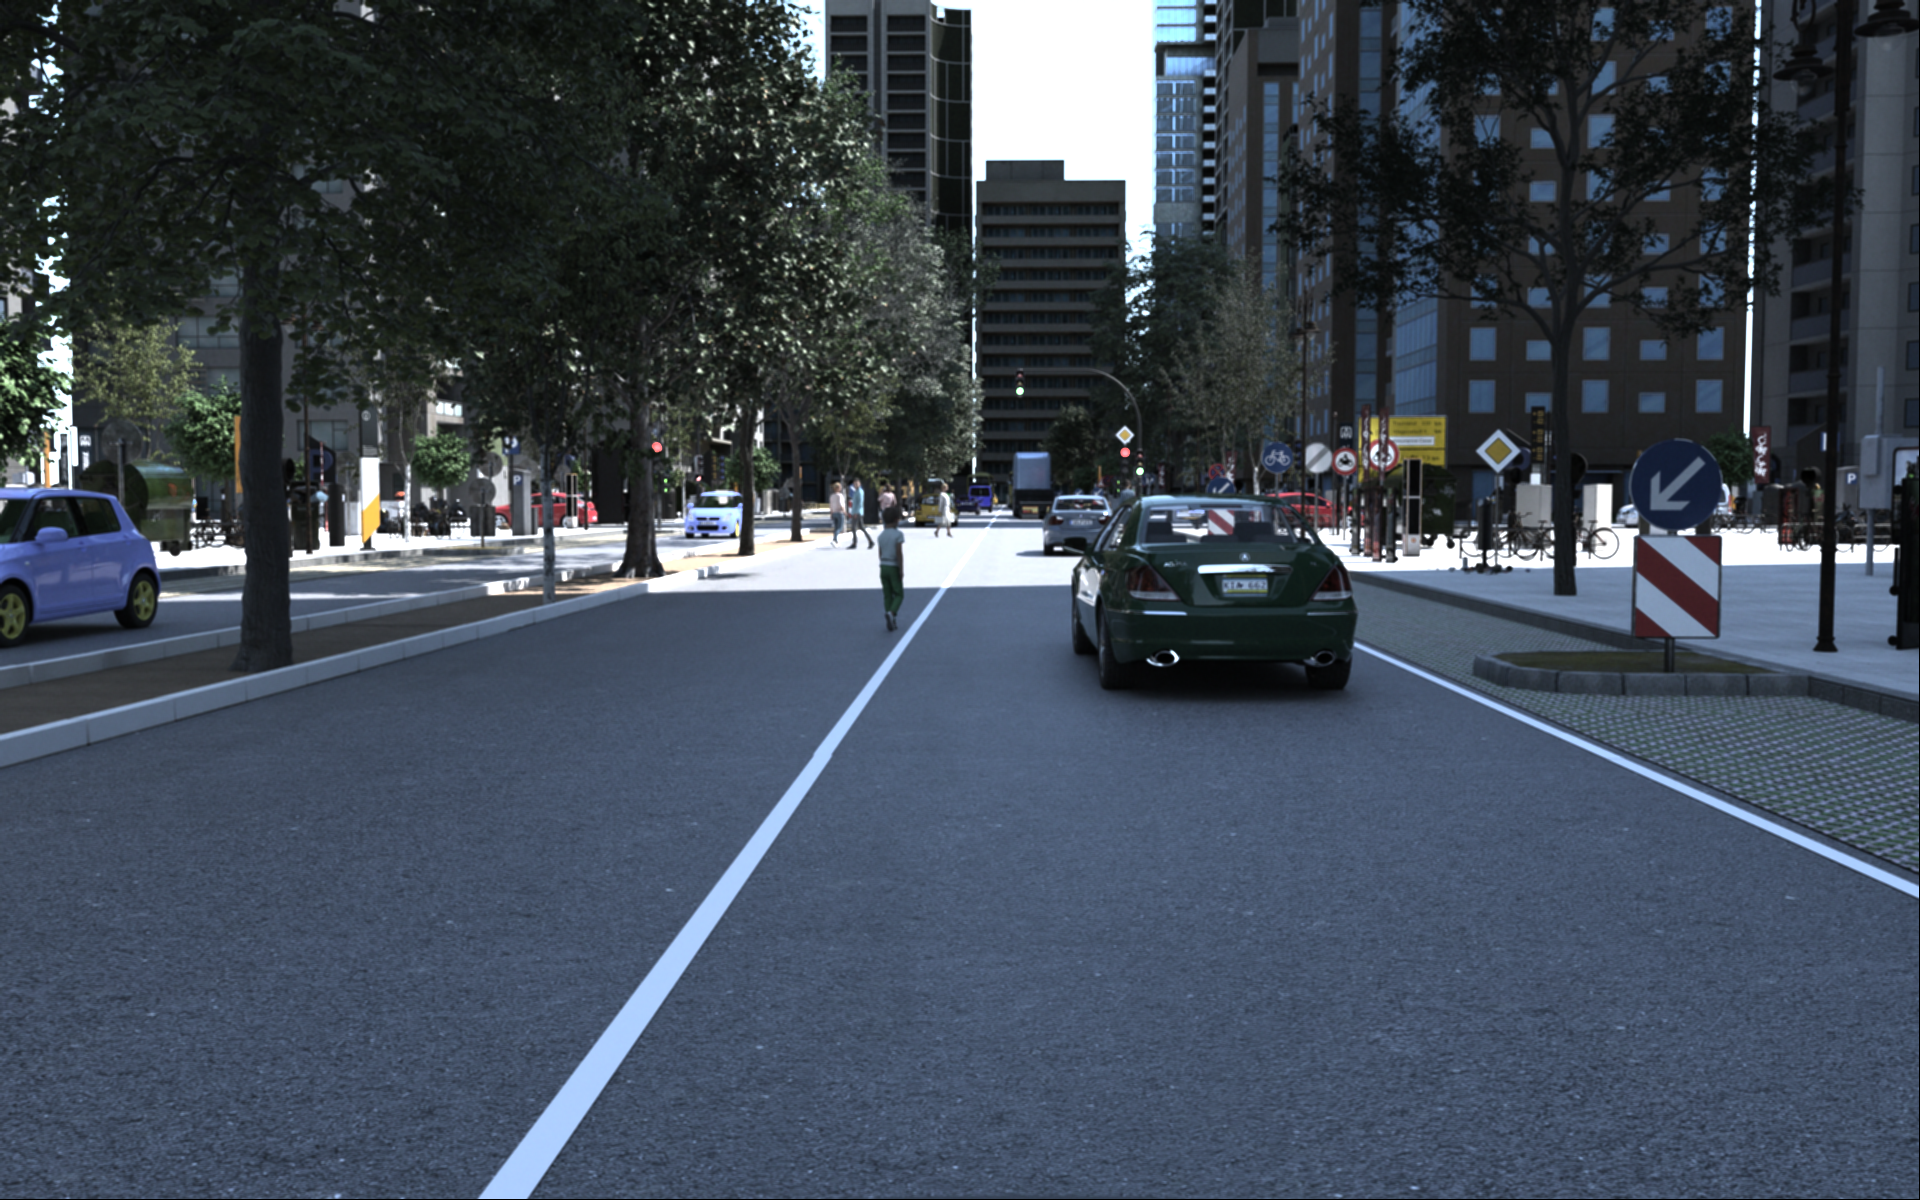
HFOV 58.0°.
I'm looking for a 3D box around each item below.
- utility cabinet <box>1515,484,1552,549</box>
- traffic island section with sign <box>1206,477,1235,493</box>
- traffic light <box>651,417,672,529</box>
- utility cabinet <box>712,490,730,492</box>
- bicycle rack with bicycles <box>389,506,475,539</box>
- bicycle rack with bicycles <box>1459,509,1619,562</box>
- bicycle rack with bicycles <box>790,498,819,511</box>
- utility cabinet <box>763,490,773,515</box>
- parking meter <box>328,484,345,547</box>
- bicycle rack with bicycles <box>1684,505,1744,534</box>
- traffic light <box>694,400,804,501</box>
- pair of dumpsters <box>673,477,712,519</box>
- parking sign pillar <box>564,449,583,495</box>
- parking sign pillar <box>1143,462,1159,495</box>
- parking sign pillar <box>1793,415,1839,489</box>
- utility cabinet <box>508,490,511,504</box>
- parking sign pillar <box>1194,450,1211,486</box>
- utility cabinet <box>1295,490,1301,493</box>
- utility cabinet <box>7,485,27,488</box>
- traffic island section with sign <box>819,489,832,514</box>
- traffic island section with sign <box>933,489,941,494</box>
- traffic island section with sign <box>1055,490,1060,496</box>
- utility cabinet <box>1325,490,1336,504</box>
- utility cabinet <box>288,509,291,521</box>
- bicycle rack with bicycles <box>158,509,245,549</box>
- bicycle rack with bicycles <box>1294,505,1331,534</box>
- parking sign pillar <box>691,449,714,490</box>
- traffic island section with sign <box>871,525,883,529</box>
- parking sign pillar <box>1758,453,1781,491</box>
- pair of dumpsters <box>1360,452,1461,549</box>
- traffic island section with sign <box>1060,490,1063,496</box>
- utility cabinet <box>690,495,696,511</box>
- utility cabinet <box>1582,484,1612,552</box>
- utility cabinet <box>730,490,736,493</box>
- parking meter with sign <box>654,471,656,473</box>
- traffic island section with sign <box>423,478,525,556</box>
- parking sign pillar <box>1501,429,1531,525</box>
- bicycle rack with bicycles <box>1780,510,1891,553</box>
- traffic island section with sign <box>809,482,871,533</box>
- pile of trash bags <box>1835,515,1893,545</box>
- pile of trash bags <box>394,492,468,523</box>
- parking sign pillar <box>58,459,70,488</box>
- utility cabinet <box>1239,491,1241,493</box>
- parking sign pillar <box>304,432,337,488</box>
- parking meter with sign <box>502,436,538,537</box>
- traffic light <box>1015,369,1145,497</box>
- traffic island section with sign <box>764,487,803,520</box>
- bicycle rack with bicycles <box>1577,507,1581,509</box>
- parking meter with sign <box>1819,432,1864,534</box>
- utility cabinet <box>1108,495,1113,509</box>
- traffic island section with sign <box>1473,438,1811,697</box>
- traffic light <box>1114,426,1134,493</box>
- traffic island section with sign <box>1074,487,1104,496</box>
[{"bbox_3d":[13.413,-1.945,40.479,0.318,1.500,1.173,-1,4,-9],"label":"utility cabinet"},{"bbox_3d":[5.838,-1.924,40.084,1.989,1.847,2.006,0,4,2],"label":"traffic island section with sign"},{"bbox_3d":[-11.019,-4.560,63.479,0.839,4.253,0.868,0,4,2],"label":"traffic light"},{"bbox_3d":[-13.256,-5.302,95.371,0.318,1.500,1.173,2,4,26],"label":"utility cabinet"},{"bbox_3d":[-15.403,-2.236,49.941,2.852,0.926,2.925,0,4,7],"label":"bicycle rack with bicycles"},{"bbox_3d":[11.096,-1.274,34.209,2.852,0.926,2.925,-3,5,-40],"label":"bicycle rack with bicycles"},{"bbox_3d":[-13.048,-7.973,143.739,2.925,0.926,2.852,-2,4,-28],"label":"bicycle rack with bicycles"},{"bbox_3d":[-11.670,-5.900,105.143,0.318,1.500,1.173,1,4,9],"label":"utility cabinet"},{"bbox_3d":[-15.186,-2.066,42.190,0.372,1.533,0.369,0,3,0],"label":"parking meter"},{"bbox_3d":[24.830,-2.605,55.972,2.925,0.926,2.852,2,4,30],"label":"bicycle rack with bicycles"},{"bbox_3d":[-8.684,-5.918,71.433,4.771,5.953,1.251,0,4,2],"label":"traffic light"},{"bbox_3d":[-14.332,-5.504,92.489,1.574,2.255,4.437,0,4,2],"label":"pair of dumpsters"},{"bbox_3d":[-19.081,-5.937,85.544,1.447,3.967,1.447,-2,4,-35],"label":"parking sign pillar"},{"bbox_3d":[14.970,-9.001,135.632,1.447,3.967,1.447,3,5,44],"label":"parking sign pillar"},{"bbox_3d":[29.241,-4.327,59.217,1.447,3.967,1.447,1,4,13],"label":"parking sign pillar"},{"bbox_3d":[-25.956,-5.692,101.745,0.318,1.500,1.173,3,5,40],"label":"utility cabinet"},{"bbox_3d":[13.696,-6.619,96.700,1.447,3.967,1.447,-2,4,-35],"label":"parking sign pillar"},{"bbox_3d":[18.267,-5.158,93.016,0.318,1.500,1.173,2,4,24],"label":"utility cabinet"},{"bbox_3d":[-22.666,-1.969,40.870,0.318,1.500,1.173,3,5,41],"label":"utility cabinet"},{"bbox_3d":[-8.920,-7.009,123.223,1.989,1.847,2.006,0,4,2],"label":"traffic island section with sign"},{"bbox_3d":[-1.961,-8.442,146.158,2.006,1.907,1.989,0,4,2],"label":"traffic island section with sign"},{"bbox_3d":[10.668,-11.707,200.036,1.989,1.847,2.006,0,4,2],"label":"traffic island section with sign"},{"bbox_3d":[22.676,-5.874,104.718,1.173,1.500,0.318,2,4,31],"label":"utility cabinet"},{"bbox_3d":[-24.037,-3.104,61.915,0.306,1.237,1.020,-1,4,-18],"label":"utility cabinet"},{"bbox_3d":[-17.373,-1.671,40.697,2.925,0.926,2.852,-1,4,-8],"label":"bicycle rack with bicycles"},{"bbox_3d":[10.687,-2.616,56.161,2.925,0.926,2.852,0,4,-4],"label":"bicycle rack with bicycles"},{"bbox_3d":[-15.438,-7.063,103.945,1.447,3.967,1.447,1,4,16],"label":"parking sign pillar"},{"bbox_3d":[-4.221,-3.848,71.054,2.006,1.907,1.989,0,4,2],"label":"traffic island section with sign"},{"bbox_3d":[44.288,-6.502,94.775,1.447,3.967,1.447,-1,4,-14],"label":"parking sign pillar"},{"bbox_3d":[10.976,-2.438,42.356,1.574,2.255,4.437,0,4,2],"label":"pair of dumpsters"},{"bbox_3d":[8.374,-7.063,124.100,1.989,1.847,2.006,0,4,2],"label":"traffic island section with sign"},{"bbox_3d":[-12.560,-4.424,83.490,0.306,1.237,1.020,2,4,35],"label":"utility cabinet"},{"bbox_3d":[14.179,-1.828,38.570,0.318,1.500,1.173,3,4,36],"label":"utility cabinet"},{"bbox_3d":[-13.007,-5.393,96.855,0.318,1.500,1.173,-3,5,-41],"label":"utility cabinet"},{"bbox_3d":[-26.267,-9.154,145.930,0.543,3.016,1.738,0,4,4],"label":"parking meter with sign"},{"bbox_3d":[-11.413,-1.977,40.946,1.989,1.847,2.006,0,4,2],"label":"traffic island section with sign"},{"bbox_3d":[23.127,-5.074,71.439,1.447,3.967,1.447,3,4,36],"label":"parking sign pillar"},{"bbox_3d":[19.481,-1.547,38.678,2.925,0.926,2.852,-2,4,-26],"label":"bicycle rack with bicycles"},{"bbox_3d":[-4.454,-3.395,63.650,2.006,1.907,1.989,0,4,2],"label":"traffic island section with sign"},{"bbox_3d":[24.258,-2.134,44.644,3.447,1.369,1.912,-1,4,-15],"label":"pile of trash bags"},{"bbox_3d":[-23.620,-4.099,76.766,1.912,1.369,3.447,2,4,31],"label":"pile of trash bags"},{"bbox_3d":[-68.385,-8.790,132.191,1.447,3.967,1.447,-1,4,-12],"label":"parking sign pillar"},{"bbox_3d":[16.085,-5.629,100.715,0.318,1.500,1.173,1,4,20],"label":"utility cabinet"},{"bbox_3d":[-27.803,-5.312,75.316,1.447,3.967,1.447,-1,4,-15],"label":"parking sign pillar"},{"bbox_3d":[-13.406,-3.470,52.992,0.543,3.016,1.738,0,4,6],"label":"parking meter with sign"},{"bbox_3d":[4.391,-5.396,62.890,4.771,5.953,1.251,0,4,2],"label":"traffic light"},{"bbox_3d":[-9.750,-5.355,96.179,1.989,1.847,2.006,0,4,2],"label":"traffic island section with sign"},{"bbox_3d":[17.418,-2.239,49.991,2.852,0.926,2.925,2,4,35],"label":"bicycle rack with bicycles"},{"bbox_3d":[24.476,-3.161,47.948,0.543,3.016,1.738,0,4,-3],"label":"parking meter with sign"},{"bbox_3d":[11.326,-7.496,133.721,1.020,1.237,0.306,1,4,14],"label":"utility cabinet"},{"bbox_3d":[5.025,-0.276,13.141,1.989,1.847,2.006,0,4,2],"label":"traffic island section with sign"},{"bbox_3d":[6.726,-5.017,70.950,0.839,4.253,0.868,0,4,2],"label":"traffic light"},{"bbox_3d":[7.546,-5.380,96.594,1.989,1.847,2.006,0,4,2],"label":"traffic island section with sign"}]
